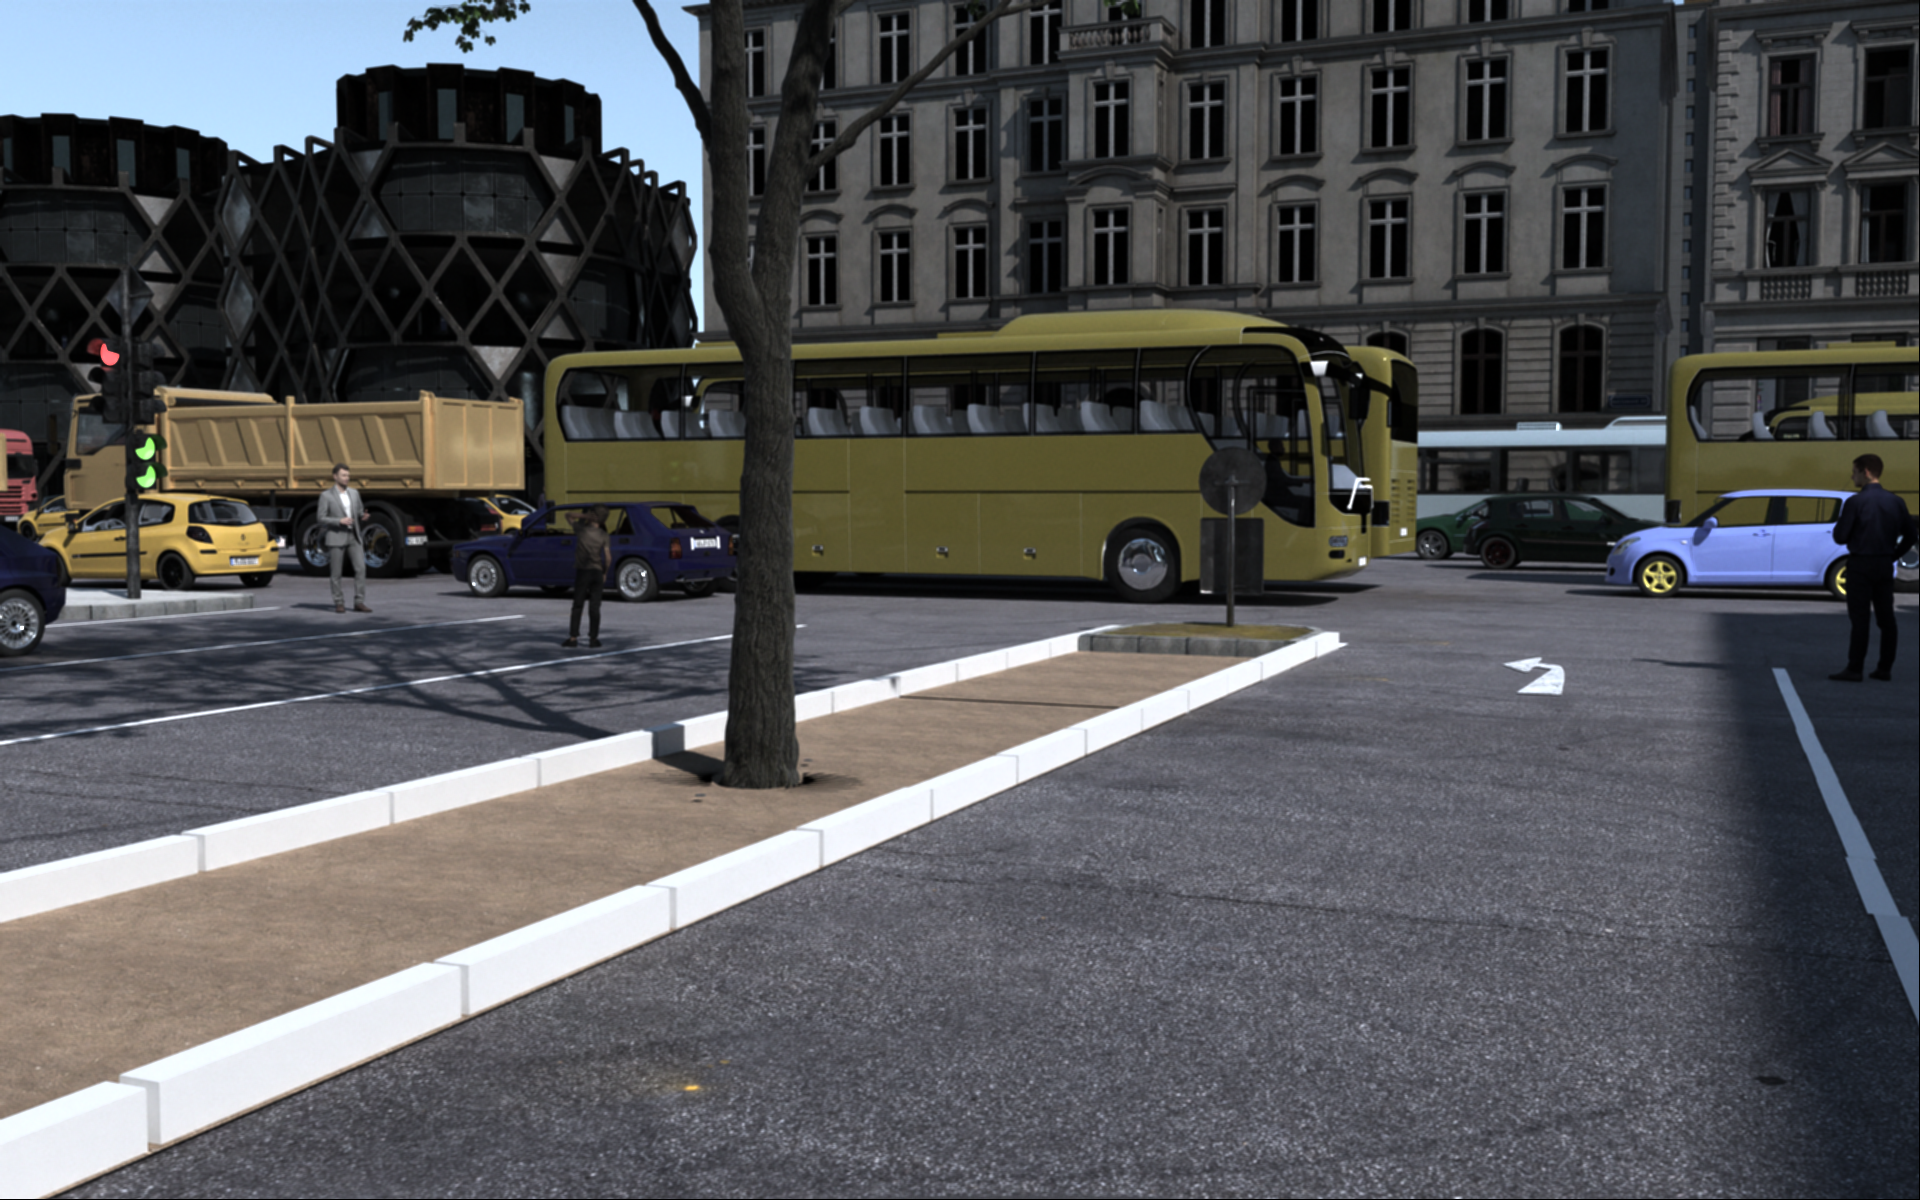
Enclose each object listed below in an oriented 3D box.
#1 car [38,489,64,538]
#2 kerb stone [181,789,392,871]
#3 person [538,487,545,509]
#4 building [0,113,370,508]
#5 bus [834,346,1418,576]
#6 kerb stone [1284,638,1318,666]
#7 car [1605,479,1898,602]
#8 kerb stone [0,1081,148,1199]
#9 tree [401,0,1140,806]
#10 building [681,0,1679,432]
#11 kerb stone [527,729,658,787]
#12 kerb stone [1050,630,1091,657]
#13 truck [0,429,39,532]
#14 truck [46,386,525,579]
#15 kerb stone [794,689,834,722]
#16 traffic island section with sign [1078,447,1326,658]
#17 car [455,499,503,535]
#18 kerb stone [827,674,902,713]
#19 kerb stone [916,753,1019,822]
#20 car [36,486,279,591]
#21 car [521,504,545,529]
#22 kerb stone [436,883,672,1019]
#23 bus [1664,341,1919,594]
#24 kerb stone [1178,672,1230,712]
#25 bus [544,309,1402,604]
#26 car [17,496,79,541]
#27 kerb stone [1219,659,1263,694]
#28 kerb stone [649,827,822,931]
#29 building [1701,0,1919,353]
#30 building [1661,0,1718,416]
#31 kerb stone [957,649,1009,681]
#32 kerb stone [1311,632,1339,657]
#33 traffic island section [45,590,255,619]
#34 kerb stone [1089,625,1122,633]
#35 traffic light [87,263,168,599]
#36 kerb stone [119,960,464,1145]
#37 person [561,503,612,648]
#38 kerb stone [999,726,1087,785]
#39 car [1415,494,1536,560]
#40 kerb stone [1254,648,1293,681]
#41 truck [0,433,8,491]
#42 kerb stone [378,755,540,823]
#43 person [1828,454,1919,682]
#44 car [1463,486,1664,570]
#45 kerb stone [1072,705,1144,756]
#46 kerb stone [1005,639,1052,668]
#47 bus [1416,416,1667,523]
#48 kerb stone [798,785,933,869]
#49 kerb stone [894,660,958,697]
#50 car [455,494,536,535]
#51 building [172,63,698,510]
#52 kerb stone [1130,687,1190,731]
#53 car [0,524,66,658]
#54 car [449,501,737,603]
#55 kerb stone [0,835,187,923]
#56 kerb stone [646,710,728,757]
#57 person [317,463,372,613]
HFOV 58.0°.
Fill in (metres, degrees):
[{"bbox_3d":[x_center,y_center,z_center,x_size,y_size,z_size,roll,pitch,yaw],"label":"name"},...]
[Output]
[{"bbox_3d":[-28.021,-2.822,55.920,4.222,1.686,2.009,2,4,24],"label":"car"},{"bbox_3d":[-2.704,0.929,7.010,0.120,0.150,1.000,1,4,23],"label":"kerb stone"},{"bbox_3d":[-12.068,-2.522,50.654,0.541,1.710,0.530,-1,4,-13],"label":"person"},{"bbox_3d":[-42.200,-13.379,86.206,16.811,18.784,16.820,1,4,23],"label":"building"},{"bbox_3d":[0.961,-2.229,27.988,12.252,3.916,2.896,2,4,24],"label":"bus"},{"bbox_3d":[2.853,0.461,14.686,0.120,0.150,1.000,1,4,23],"label":"kerb stone"},{"bbox_3d":[10.935,-0.885,24.053,3.694,1.707,1.945,2,4,23],"label":"car"},{"bbox_3d":[-2.008,1.156,3.307,0.120,0.150,1.000,1,4,23],"label":"kerb stone"},{"bbox_3d":[-0.934,-4.882,8.028,9.928,11.665,9.643,0,3,0],"label":"tree"},{"bbox_3d":[7.695,-14.967,63.789,34.723,24.649,14.460,1,4,23],"label":"building"},{"bbox_3d":[-1.895,0.814,8.901,0.120,0.150,1.000,1,4,23],"label":"kerb stone"},{"bbox_3d":[0.929,0.408,15.531,0.120,0.150,1.000,1,4,23],"label":"kerb stone"},{"bbox_3d":[-39.054,-4.661,65.128,11.283,4.237,2.839,2,4,25],"label":"truck"},{"bbox_3d":[-12.647,-2.191,31.749,9.791,3.379,3.469,2,4,24],"label":"truck"},{"bbox_3d":[-1.086,0.697,10.795,0.120,0.150,1.000,1,4,23],"label":"kerb stone"},{"bbox_3d":[2.379,-0.491,16.169,2.006,1.907,1.989,1,4,23],"label":"traffic island section with sign"},{"bbox_3d":[-12.644,-1.837,38.703,5.304,1.827,2.281,1,4,23],"label":"car"},{"bbox_3d":[-0.678,0.640,11.738,0.120,0.150,1.000,1,4,23],"label":"kerb stone"},{"bbox_3d":[0.025,0.871,8.049,0.120,0.150,1.000,1,4,23],"label":"kerb stone"},{"bbox_3d":[-12.423,-1.001,26.582,3.980,1.641,2.015,2,4,25],"label":"car"},{"bbox_3d":[-7.535,-1.530,37.596,3.894,1.354,1.945,1,4,21],"label":"car"},{"bbox_3d":[-1.198,1.040,5.208,0.120,0.150,1.000,1,4,23],"label":"kerb stone"},{"bbox_3d":[16.708,-2.029,24.717,12.252,3.916,2.896,2,4,24],"label":"bus"},{"bbox_3d":[1.645,0.634,11.844,0.120,0.150,1.000,1,4,23],"label":"kerb stone"},{"bbox_3d":[-0.157,-2.031,24.757,12.252,3.916,2.896,1,4,23],"label":"bus"},{"bbox_3d":[-26.736,-2.587,52.529,3.980,1.641,2.015,1,4,23],"label":"car"},{"bbox_3d":[2.045,0.577,12.790,0.120,0.150,1.000,1,4,23],"label":"kerb stone"},{"bbox_3d":[-0.786,0.985,6.151,0.120,0.150,1.000,1,4,23],"label":"kerb stone"},{"bbox_3d":[32.391,-13.590,51.082,19.941,23.489,11.050,1,4,23],"label":"building"},{"bbox_3d":[79.171,-40.808,209.209,28.212,58.520,21.231,1,4,23],"label":"building"},{"bbox_3d":[0.127,0.524,13.632,0.120,0.150,1.000,1,4,23],"label":"kerb stone"},{"bbox_3d":[3.264,0.402,15.627,0.120,0.150,1.000,1,4,23],"label":"kerb stone"},{"bbox_3d":[-10.133,0.064,21.238,2.009,0.180,2.903,1,4,23],"label":"traffic island section"},{"bbox_3d":[1.342,0.350,16.476,0.120,0.150,1.000,1,4,23],"label":"kerb stone"},{"bbox_3d":[-10.100,-1.967,21.088,0.839,4.253,0.868,1,4,23],"label":"traffic light"},{"bbox_3d":[-1.606,1.097,4.265,0.120,0.150,1.000,1,4,23],"label":"kerb stone"},{"bbox_3d":[-3.503,-0.234,16.228,0.435,1.345,0.340,-1,4,-23],"label":"person"},{"bbox_3d":[0.428,0.808,8.994,0.120,0.150,1.000,1,4,23],"label":"kerb stone"},{"bbox_3d":[11.841,-1.579,37.610,4.920,1.459,2.131,2,4,23],"label":"car"},{"bbox_3d":[2.456,0.518,13.738,0.120,0.150,1.000,1,4,23],"label":"kerb stone"},{"bbox_3d":[-31.427,-3.233,48.784,9.791,3.379,3.469,1,4,21],"label":"truck"},{"bbox_3d":[-2.302,0.872,7.958,0.120,0.150,1.000,1,4,23],"label":"kerb stone"},{"bbox_3d":[6.985,-0.255,13.369,0.576,1.737,0.504,-1,4,-22],"label":"person"},{"bbox_3d":[11.714,-1.406,32.767,4.222,1.686,2.009,2,4,25],"label":"car"},{"bbox_3d":[0.837,0.749,9.952,0.120,0.150,1.000,1,4,23],"label":"kerb stone"},{"bbox_3d":[0.527,0.465,14.585,0.120,0.150,1.000,1,4,23],"label":"kerb stone"},{"bbox_3d":[11.265,-2.996,43.841,13.247,3.499,2.948,1,4,22],"label":"bus"},{"bbox_3d":[-0.380,0.923,7.103,0.120,0.150,1.000,1,4,23],"label":"kerb stone"},{"bbox_3d":[-0.282,0.582,12.689,0.120,0.150,1.000,1,4,23],"label":"kerb stone"},{"bbox_3d":[-11.342,-1.963,42.312,3.980,1.641,2.015,2,4,24],"label":"car"},{"bbox_3d":[-21.620,-12.814,76.965,16.811,18.784,16.820,1,4,23],"label":"building"},{"bbox_3d":[1.239,0.694,10.900,0.120,0.150,1.000,1,4,23],"label":"kerb stone"},{"bbox_3d":[-9.560,-0.106,14.316,1.945,1.354,3.894,1,4,22],"label":"car"},{"bbox_3d":[-5.125,-0.703,24.078,3.894,1.354,1.945,2,4,25],"label":"car"},{"bbox_3d":[-3.112,0.991,6.064,0.120,0.150,1.000,1,4,23],"label":"kerb stone"},{"bbox_3d":[-1.491,0.755,9.851,0.120,0.150,1.000,1,4,23],"label":"kerb stone"},{"bbox_3d":[-7.396,-0.747,20.907,0.583,1.804,0.606,3,4,37],"label":"person"}]
